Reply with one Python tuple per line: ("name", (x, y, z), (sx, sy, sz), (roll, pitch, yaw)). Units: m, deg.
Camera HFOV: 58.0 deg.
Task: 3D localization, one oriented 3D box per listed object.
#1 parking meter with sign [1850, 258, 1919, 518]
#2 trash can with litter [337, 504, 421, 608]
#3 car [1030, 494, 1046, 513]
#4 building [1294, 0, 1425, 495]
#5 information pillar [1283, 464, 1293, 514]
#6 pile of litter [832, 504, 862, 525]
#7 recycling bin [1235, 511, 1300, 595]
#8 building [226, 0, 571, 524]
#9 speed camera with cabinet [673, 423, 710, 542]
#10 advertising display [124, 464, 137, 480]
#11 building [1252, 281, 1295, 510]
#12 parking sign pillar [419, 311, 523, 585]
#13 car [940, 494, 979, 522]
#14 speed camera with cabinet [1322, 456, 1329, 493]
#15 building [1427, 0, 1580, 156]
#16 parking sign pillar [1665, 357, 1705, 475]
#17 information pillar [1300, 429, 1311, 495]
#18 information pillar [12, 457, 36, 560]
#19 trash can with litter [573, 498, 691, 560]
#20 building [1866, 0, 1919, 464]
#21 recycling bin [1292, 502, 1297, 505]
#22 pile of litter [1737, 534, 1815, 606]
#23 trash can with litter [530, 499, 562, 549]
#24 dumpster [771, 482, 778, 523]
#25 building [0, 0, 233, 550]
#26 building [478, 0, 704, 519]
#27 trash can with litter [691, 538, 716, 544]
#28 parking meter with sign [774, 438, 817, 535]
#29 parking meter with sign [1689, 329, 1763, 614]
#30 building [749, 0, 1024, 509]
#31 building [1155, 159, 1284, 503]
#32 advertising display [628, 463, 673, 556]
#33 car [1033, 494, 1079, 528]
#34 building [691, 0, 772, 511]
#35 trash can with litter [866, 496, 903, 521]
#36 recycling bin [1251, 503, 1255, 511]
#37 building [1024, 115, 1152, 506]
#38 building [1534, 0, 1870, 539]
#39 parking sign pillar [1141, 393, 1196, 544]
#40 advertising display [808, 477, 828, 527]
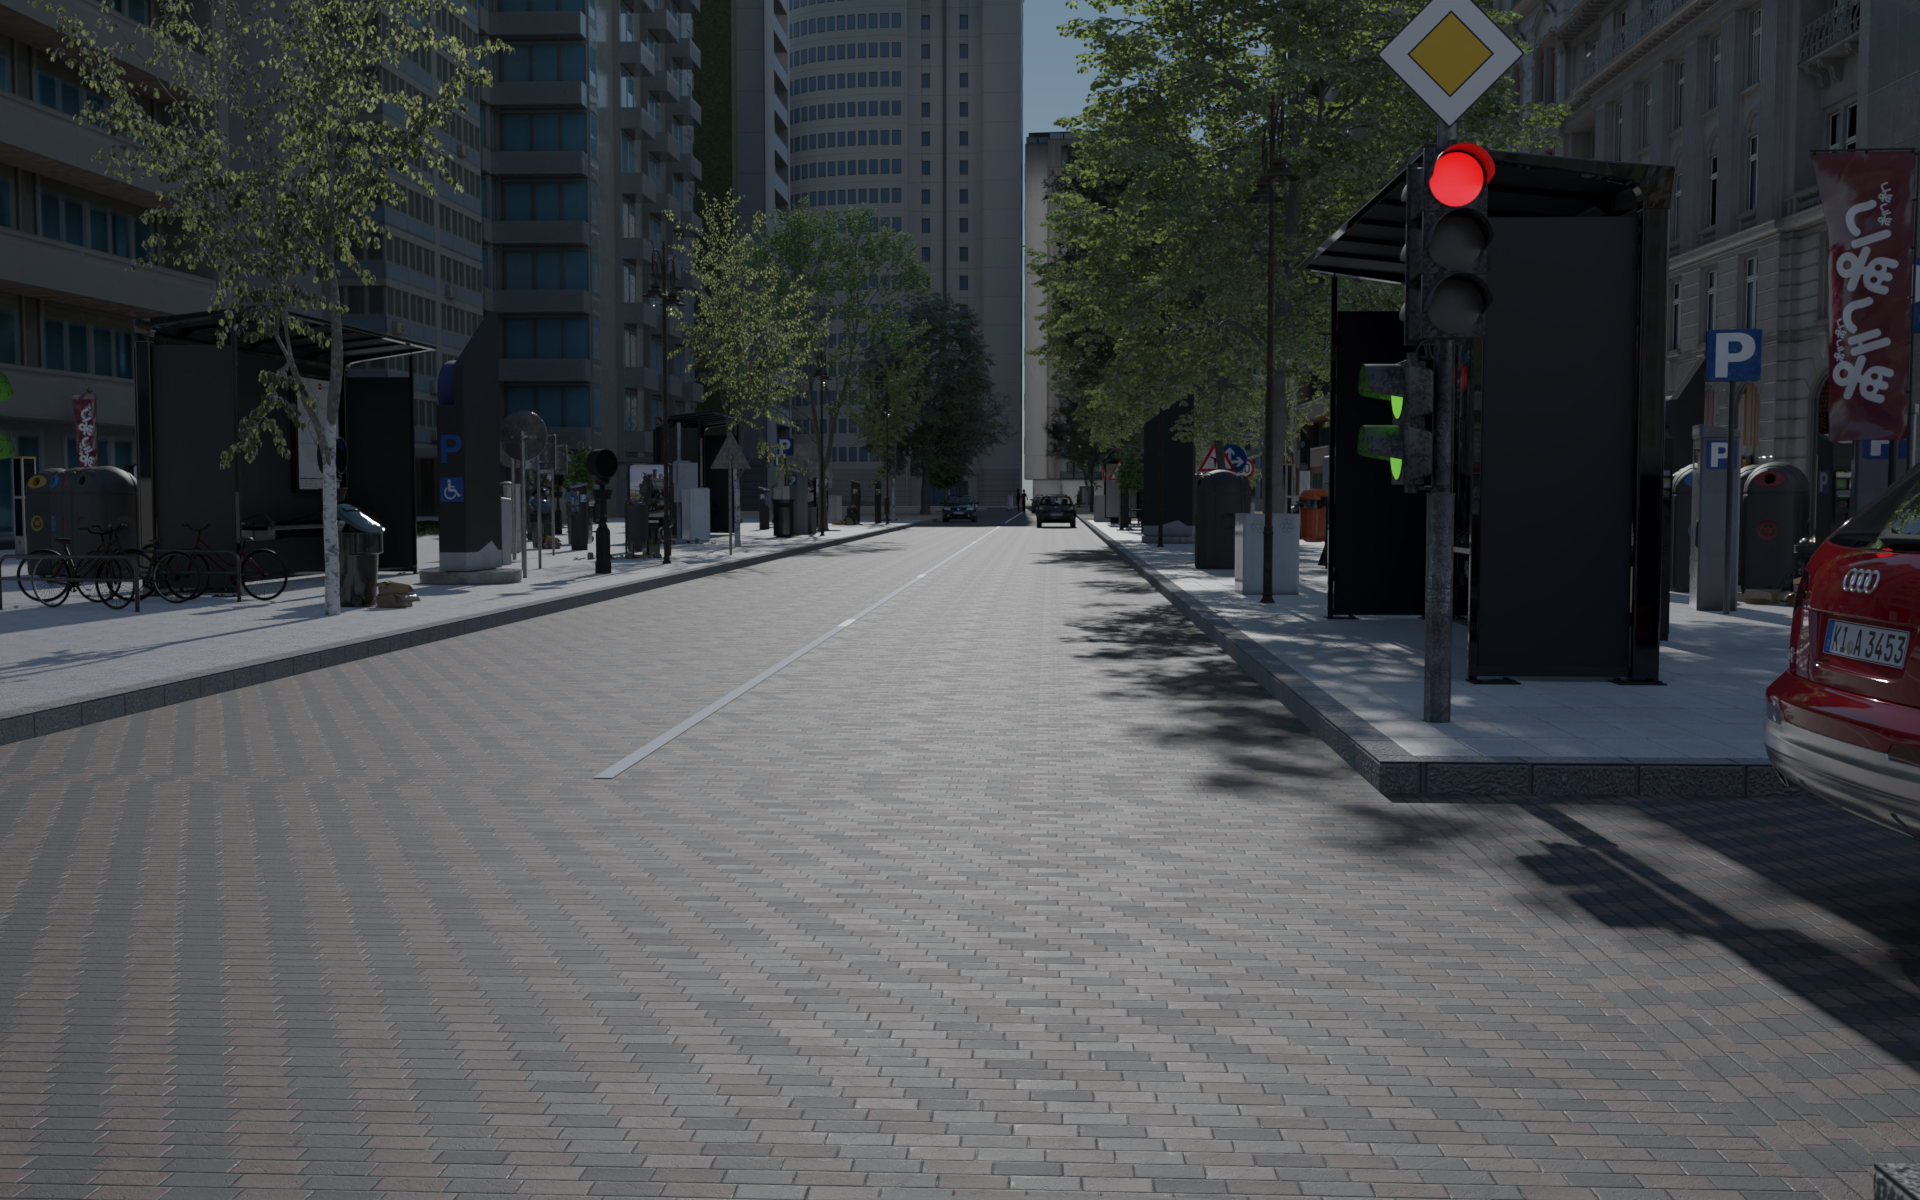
("parking meter with sign", (7.314, -1.066, 13.683), (0.543, 3.016, 1.738), (2, 4, 25))
("trash can with litter", (-6.655, -0.511, 19.744), (1.055, 1.170, 0.624), (1, 4, 18))
("car", (6.336, -7.269, 130.654), (2.131, 1.459, 4.920), (0, 4, 4))
("building", (32.420, -29.340, 103.412), (21.300, 48.544, 21.600), (0, 4, 3))
("information pillar", (7.827, -2.286, 41.872), (0.304, 2.012, 0.304), (3, 4, 38))
("pile of litter", (-4.689, -3.550, 72.013), (1.176, 0.858, 1.719), (-1, 4, -20))
("recycling bin", (3.962, -0.600, 22.369), (0.722, 1.027, 0.722), (0, 4, 0))
("building", (-33.290, -23.104, 69.627), (32.217, 40.220, 23.993), (0, 4, 3))
("speed camera with cabinet", (-7.354, -3.248, 47.442), (0.660, 3.252, 2.038), (-1, 4, -21))
("advertising display", (-18.484, -2.062, 38.926), (0.974, 1.923, 0.123), (3, 5, 39))
("building", (37.670, -17.450, 130.342), (27.650, 21.520, 28.899), (0, 4, 3))
("parking sign pillar", (-7.086, -2.234, 25.002), (1.447, 3.967, 1.447), (0, 4, 7))
("car", (0.002, -4.859, 89.238), (2.009, 1.686, 4.222), (0, 4, 2))
("speed camera with cabinet", (9.361, -2.890, 41.587), (0.660, 3.252, 2.038), (-1, 4, -11))
("building", (27.800, -17.378, 71.517), (14.401, 28.519, 23.554), (0, 4, 3))
("parking sign pillar", (14.062, -2.776, 33.862), (1.447, 3.967, 1.447), (-3, 5, -44))
("information pillar", (12.320, -4.316, 61.918), (0.183, 3.616, 0.504), (-2, 4, -29))
("information pillar", (-18.365, -1.807, 34.037), (0.304, 2.012, 0.304), (2, 4, 28))
("trash can with litter", (-6.809, -1.427, 34.397), (2.233, 1.210, 1.678), (-3, 5, -43))
("building", (33.358, -12.779, 28.008), (30.058, 24.678, 14.314), (0, 4, 3))
("recycling bin", (10.345, -2.560, 54.403), (0.722, 1.027, 0.722), (3, 5, 44))
("pile of litter", (9.714, -0.376, 20.120), (1.176, 0.858, 1.719), (1, 4, 8))
("trash can with litter", (-9.668, -1.793, 40.696), (0.624, 1.170, 1.055), (-3, 5, -41))
("dumpster", (-7.595, -4.300, 76.068), (1.264, 1.857, 1.865), (0, 4, 3))
("building", (-31.607, -25.319, 37.667), (21.300, 48.544, 21.600), (0, 4, 3))
("building", (-27.806, -29.477, 101.559), (23.786, 49.044, 30.456), (0, 4, 3))
("trash can with litter", (-7.397, -2.038, 44.381), (2.233, 1.210, 1.678), (0, 4, 4))
("parking meter with sign", (-5.127, -3.586, 54.892), (0.543, 3.016, 1.738), (2, 4, 23))
("parking meter with sign", (8.411, -1.404, 19.209), (0.543, 3.016, 1.738), (1, 4, 16))
("building", (-7.106, -39.753, 191.966), (28.212, 58.520, 21.231), (0, 4, 3))
("building", (33.433, -30.851, 196.288), (23.993, 40.220, 32.217), (0, 4, 3))
("advertising display", (-6.427, -1.883, 35.999), (0.974, 1.923, 0.123), (1, 4, 16))
("car", (4.184, -4.014, 75.422), (2.009, 1.686, 4.222), (0, 4, 3))
("building", (-28.036, -36.400, 137.133), (28.212, 58.520, 21.231), (0, 4, 3))
("trash can with litter", (-3.518, -4.343, 82.063), (1.678, 1.210, 2.233), (-1, 4, -9))
("recycling bin", (7.918, -2.256, 49.433), (0.722, 1.027, 0.722), (-2, 4, -29))
("building", (14.001, -30.928, 189.270), (14.086, 41.232, 14.154), (0, 4, 3))
("building", (25.870, -12.613, 48.028), (13.314, 21.916, 24.055), (0, 4, 3))
("parking sign pillar", (5.457, -3.464, 45.101), (1.447, 3.967, 1.447), (1, 4, 17))
("advertising display", (-5.693, -3.785, 67.106), (0.974, 1.923, 0.123), (0, 4, 1))
